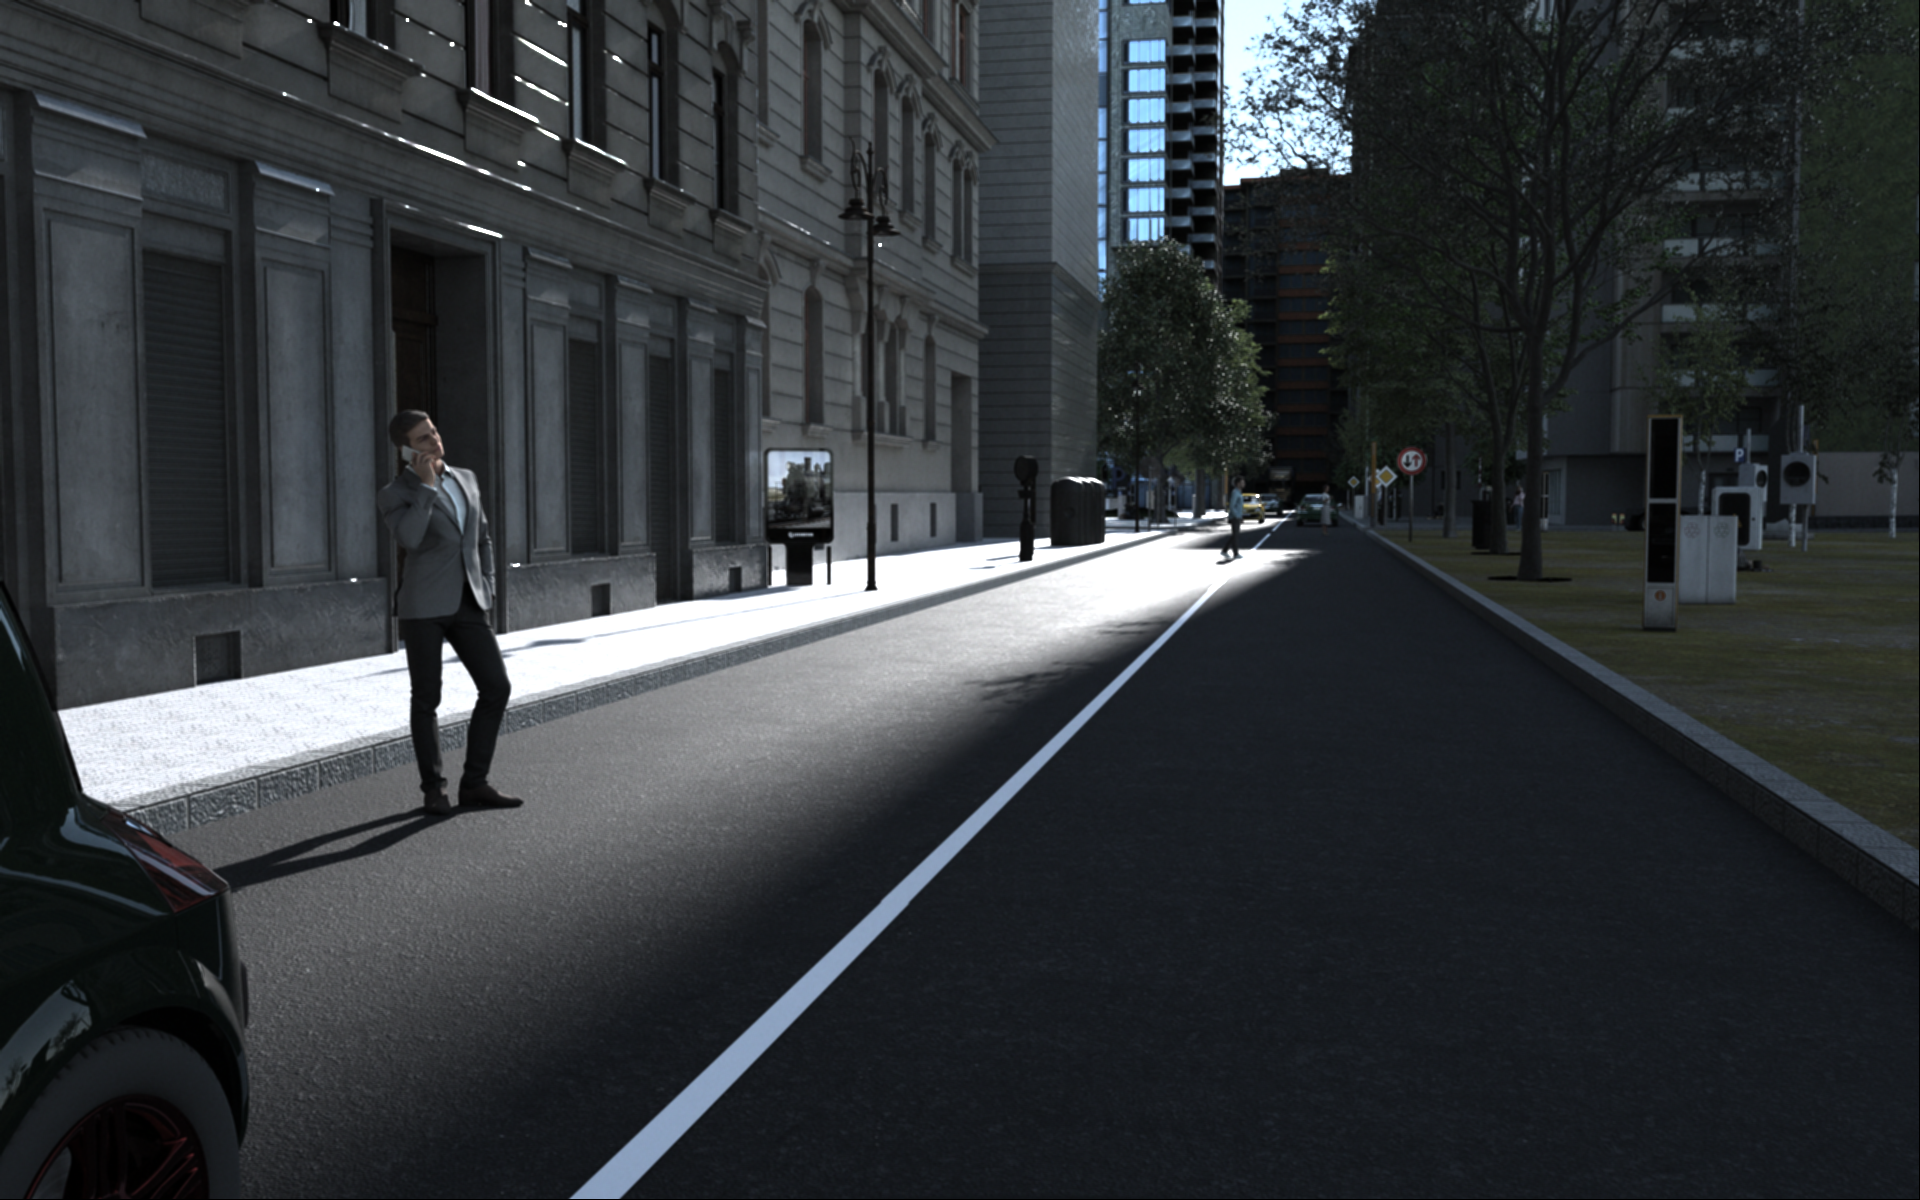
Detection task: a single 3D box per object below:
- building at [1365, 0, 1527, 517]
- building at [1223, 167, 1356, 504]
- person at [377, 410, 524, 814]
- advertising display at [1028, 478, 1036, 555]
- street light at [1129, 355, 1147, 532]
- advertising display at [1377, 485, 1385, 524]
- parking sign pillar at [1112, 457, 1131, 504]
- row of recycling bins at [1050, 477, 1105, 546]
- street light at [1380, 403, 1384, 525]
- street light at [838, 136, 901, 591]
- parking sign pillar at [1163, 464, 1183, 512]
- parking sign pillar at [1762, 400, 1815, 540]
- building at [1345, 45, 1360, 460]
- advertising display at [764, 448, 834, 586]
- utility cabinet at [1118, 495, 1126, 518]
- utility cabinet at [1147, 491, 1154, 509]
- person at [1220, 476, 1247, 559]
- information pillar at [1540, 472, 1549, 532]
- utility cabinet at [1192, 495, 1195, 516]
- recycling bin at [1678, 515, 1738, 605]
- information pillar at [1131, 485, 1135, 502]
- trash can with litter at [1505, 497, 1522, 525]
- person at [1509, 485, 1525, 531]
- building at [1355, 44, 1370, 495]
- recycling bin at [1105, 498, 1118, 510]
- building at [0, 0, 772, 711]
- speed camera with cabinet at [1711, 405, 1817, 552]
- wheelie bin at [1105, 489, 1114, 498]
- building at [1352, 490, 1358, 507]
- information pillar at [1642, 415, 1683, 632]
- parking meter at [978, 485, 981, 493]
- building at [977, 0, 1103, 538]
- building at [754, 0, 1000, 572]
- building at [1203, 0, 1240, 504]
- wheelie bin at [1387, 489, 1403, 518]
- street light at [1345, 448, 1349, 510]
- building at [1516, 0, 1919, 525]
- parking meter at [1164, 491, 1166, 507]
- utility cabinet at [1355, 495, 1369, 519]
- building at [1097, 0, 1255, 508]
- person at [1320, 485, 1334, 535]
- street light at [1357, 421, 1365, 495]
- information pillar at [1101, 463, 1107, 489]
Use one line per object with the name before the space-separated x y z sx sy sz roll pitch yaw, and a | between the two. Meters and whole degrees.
building | 31.877 -20.374 104.818 14.160 30.474 14.107 1 4 11
building | 45.885 -35.530 235.543 28.867 44.769 22.147 1 4 11
person | -2.308 0.052 7.834 0.592 1.802 0.473 -2 4 -35
advertising display | 1.514 -1.940 36.936 0.123 1.923 0.974 0 4 -3
street light | 5.931 -5.201 57.816 0.468 5.910 1.993 1 4 11
advertising display | 17.735 -4.148 73.041 0.123 1.923 0.974 0 4 2
parking sign pillar | 11.498 -8.254 123.433 1.447 3.967 1.447 2 4 35
row of recycling bins | 3.073 -2.273 44.281 1.069 1.692 3.534 1 4 16
street light | 17.277 -5.987 70.674 0.468 5.910 1.993 1 4 11
street light | -1.179 -3.064 22.888 0.468 5.910 1.993 1 4 11
parking sign pillar | 15.611 -8.471 126.981 1.447 3.967 1.447 0 3 0
parking sign pillar | 23.339 -3.691 48.821 1.447 3.967 1.447 0 4 -7
building | 58.505 -37.219 197.765 28.713 52.752 27.495 1 4 11
advertising display | -2.261 -1.169 24.321 0.974 1.923 0.123 -1 4 -17
utility cabinet | 8.564 -4.921 91.628 0.306 1.237 1.020 1 4 15
utility cabinet | 12.757 -6.465 114.389 0.318 1.500 1.173 3 4 39
person | 6.085 -1.835 38.516 0.620 1.820 0.660 1 4 13
information pillar | 19.707 -3.311 58.623 0.304 2.012 0.304 3 5 45
utility cabinet | 14.272 -5.665 103.778 0.306 1.237 1.020 2 4 34
recycling bin | 8.660 -0.481 20.421 0.722 1.027 0.722 0 4 1
information pillar | 13.765 -8.187 138.351 0.304 2.012 0.304 0 4 -7
trash can with litter | 23.253 -3.749 72.689 1.055 1.170 0.624 -1 4 -10
person | 20.795 -3.388 64.489 0.643 1.750 0.593 -3 5 -40
building | 43.738 -31.108 158.730 14.600 45.320 14.200 1 4 11
recycling bin | 9.355 -5.834 107.947 0.722 1.027 0.722 -2 4 -33
building | -8.982 -10.157 15.217 9.793 20.994 18.267 1 4 11
speed camera with cabinet | 18.046 -2.723 38.857 2.038 3.252 0.660 2 4 31
wheelie bin | 10.079 -6.776 118.695 0.980 1.594 0.693 2 4 24
building | 50.504 -45.020 174.323 20.563 71.187 20.611 1 4 11
information pillar | 6.576 -0.717 16.214 0.304 2.012 0.304 1 4 23
parking meter | 0.419 -2.539 49.926 0.372 1.533 0.369 0 3 0
building | -10.690 -17.140 57.736 29.804 29.767 11.434 1 4 11
building | -7.678 -15.234 36.458 14.401 28.519 23.554 1 4 11
building | 19.755 -45.674 185.026 20.563 71.187 20.611 1 4 11
wheelie bin | 23.278 -5.180 92.605 0.693 1.594 0.980 2 4 31
street light | 31.497 -10.285 140.946 0.468 5.910 1.993 1 4 11
building | 31.528 -23.776 72.331 14.086 41.232 14.154 1 4 11
parking meter | 12.618 -6.085 107.895 0.372 1.533 0.369 0 3 0
utility cabinet | 21.149 -4.900 91.278 0.306 1.237 1.020 -1 4 -14
building | 19.647 -54.726 207.437 31.000 86.520 22.319 1 4 11
person | 12.763 -3.119 60.060 0.524 1.755 0.480 2 4 33
street light | 24.556 -8.149 106.023 0.468 5.910 1.993 1 4 11
information pillar | 10.397 -8.172 124.972 0.504 3.616 0.183 -2 4 -31
